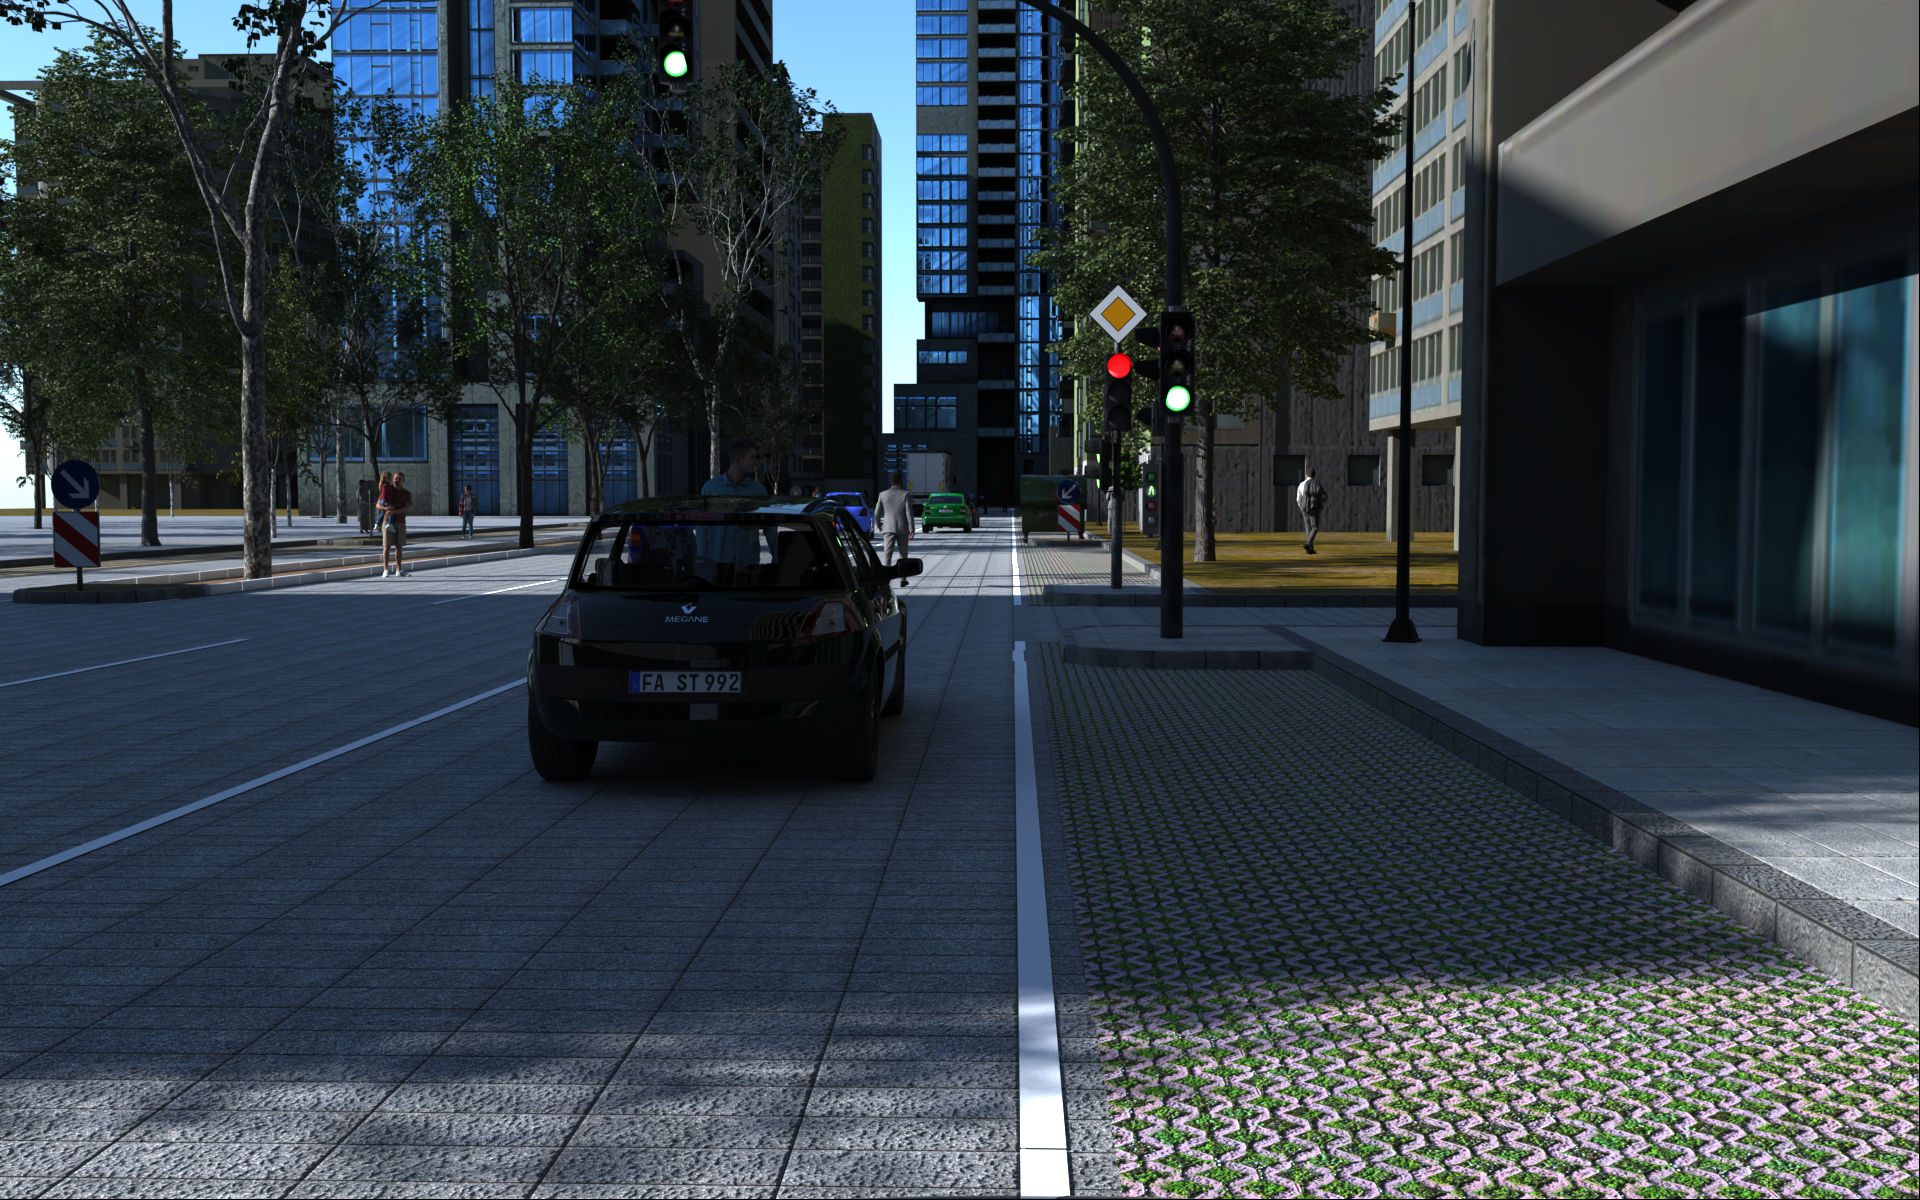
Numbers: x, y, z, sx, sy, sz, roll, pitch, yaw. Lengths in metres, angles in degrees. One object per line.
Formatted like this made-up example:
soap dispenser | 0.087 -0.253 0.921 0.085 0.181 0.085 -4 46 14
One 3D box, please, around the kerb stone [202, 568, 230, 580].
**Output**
kerb stone | -12.575 -0.417 29.059 0.120 0.150 1.000 0 4 2

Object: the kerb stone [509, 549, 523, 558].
kerb stone | -10.172 -1.042 39.266 0.120 0.150 1.000 0 4 2

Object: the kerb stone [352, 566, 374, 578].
kerb stone | -10.450 -0.476 30.021 0.120 0.150 1.000 0 4 2

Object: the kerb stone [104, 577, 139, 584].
kerb stone | -12.676 -0.232 25.987 0.120 0.150 1.000 0 4 2

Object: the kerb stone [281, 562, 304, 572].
kerb stone | -12.488 -0.604 32.125 0.120 0.150 1.000 0 4 2

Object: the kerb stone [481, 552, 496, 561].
kerb stone | -10.233 -0.917 37.210 0.120 0.150 1.000 0 4 2

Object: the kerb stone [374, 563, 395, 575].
kerb stone | -10.422 -0.542 31.051 0.120 0.150 1.000 0 4 2

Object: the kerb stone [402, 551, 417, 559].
kerb stone | -12.303 -0.984 38.289 0.120 0.150 1.000 0 4 2

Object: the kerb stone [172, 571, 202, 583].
kerb stone | -12.610 -0.349 28.033 0.120 0.150 1.000 0 4 2

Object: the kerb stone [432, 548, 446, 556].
kerb stone | -12.245 -1.109 40.332 0.120 0.150 1.000 0 4 2

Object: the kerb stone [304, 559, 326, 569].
kerb stone | -12.448 -0.664 33.147 0.120 0.150 1.000 0 4 2

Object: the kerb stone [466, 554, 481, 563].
kerb stone | -10.264 -0.855 36.175 0.120 0.150 1.000 0 4 2

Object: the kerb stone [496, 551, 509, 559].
kerb stone | -10.207 -0.981 38.232 0.120 0.150 1.000 0 4 2

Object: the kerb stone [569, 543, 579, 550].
kerb stone | -10.017 -1.356 44.380 0.120 0.150 1.000 0 4 2

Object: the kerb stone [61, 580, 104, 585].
kerb stone | -12.698 -0.167 24.965 0.120 0.150 1.000 0 4 2

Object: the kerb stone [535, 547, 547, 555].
kerb stone | -10.116 -1.169 41.310 0.120 0.150 1.000 0 4 2

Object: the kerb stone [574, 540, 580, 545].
kerb stone | -9.988 -1.419 45.404 0.120 0.150 1.000 0 4 2

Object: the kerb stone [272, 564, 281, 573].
kerb stone | -12.512 -0.545 31.103 0.120 0.150 1.000 0 4 2

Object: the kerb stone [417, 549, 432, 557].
kerb stone | -12.267 -1.047 39.310 0.120 0.150 1.000 0 4 2

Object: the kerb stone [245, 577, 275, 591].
kerb stone | -10.572 -0.228 25.927 0.120 0.150 1.000 0 4 2

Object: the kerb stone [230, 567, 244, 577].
kerb stone | -12.548 -0.482 30.081 0.120 0.150 1.000 0 4 2

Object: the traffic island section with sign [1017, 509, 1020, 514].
traffic island section with sign | 5.196 -7.129 125.186 1.989 1.847 2.006 0 4 2

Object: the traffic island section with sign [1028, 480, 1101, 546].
traffic island section with sign | 2.888 -2.412 48.065 1.989 1.847 2.006 0 4 2

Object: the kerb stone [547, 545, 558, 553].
kerb stone | -10.076 -1.228 42.336 0.120 0.150 1.000 0 4 2

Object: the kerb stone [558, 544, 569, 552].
kerb stone | -10.043 -1.289 43.358 0.120 0.150 1.000 0 4 2

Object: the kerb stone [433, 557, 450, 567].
kerb stone | -10.329 -0.730 34.131 0.120 0.150 1.000 0 4 2

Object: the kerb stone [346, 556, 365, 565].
kerb stone | -12.391 -0.792 35.201 0.120 0.150 1.000 0 4 2

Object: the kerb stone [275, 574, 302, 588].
kerb stone | -10.538 -0.291 26.948 0.120 0.150 1.000 0 4 2

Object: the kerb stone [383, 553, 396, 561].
kerb stone | -12.325 -0.922 37.267 0.120 0.150 1.000 0 4 2

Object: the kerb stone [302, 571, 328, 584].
kerb stone | -10.513 -0.354 27.977 0.120 0.150 1.000 0 4 2

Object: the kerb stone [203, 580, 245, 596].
kerb stone | -10.602 -0.163 24.902 0.120 0.150 1.000 0 4 2

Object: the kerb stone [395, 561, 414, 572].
kerb stone | -10.385 -0.605 32.080 0.120 0.150 1.000 0 4 2

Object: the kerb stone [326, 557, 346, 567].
kerb stone | -12.426 -0.732 34.168 0.120 0.150 1.000 0 4 2

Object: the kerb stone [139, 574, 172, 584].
kerb stone | -12.634 -0.295 27.011 0.120 0.150 1.000 0 4 2

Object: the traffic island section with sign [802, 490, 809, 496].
traffic island section with sign | -13.606 -8.813 152.724 1.989 1.847 2.006 0 4 2

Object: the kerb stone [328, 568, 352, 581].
kerb stone | -10.475 -0.413 28.999 0.120 0.150 1.000 0 4 2

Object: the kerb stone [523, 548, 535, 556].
kerb stone | -10.140 -1.099 40.288 0.120 0.150 1.000 0 4 2

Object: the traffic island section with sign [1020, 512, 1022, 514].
traffic island section with sign | 3.716 -4.101 75.672 1.989 1.847 2.006 0 4 2

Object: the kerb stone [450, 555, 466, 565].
kerb stone | -10.293 -0.793 35.153 0.120 0.150 1.000 0 4 2

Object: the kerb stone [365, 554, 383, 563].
kerb stone | -12.362 -0.857 36.237 0.120 0.150 1.000 0 4 2

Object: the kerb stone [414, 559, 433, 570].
kerb stone | -10.349 -0.667 33.108 0.120 0.150 1.000 0 4 2
